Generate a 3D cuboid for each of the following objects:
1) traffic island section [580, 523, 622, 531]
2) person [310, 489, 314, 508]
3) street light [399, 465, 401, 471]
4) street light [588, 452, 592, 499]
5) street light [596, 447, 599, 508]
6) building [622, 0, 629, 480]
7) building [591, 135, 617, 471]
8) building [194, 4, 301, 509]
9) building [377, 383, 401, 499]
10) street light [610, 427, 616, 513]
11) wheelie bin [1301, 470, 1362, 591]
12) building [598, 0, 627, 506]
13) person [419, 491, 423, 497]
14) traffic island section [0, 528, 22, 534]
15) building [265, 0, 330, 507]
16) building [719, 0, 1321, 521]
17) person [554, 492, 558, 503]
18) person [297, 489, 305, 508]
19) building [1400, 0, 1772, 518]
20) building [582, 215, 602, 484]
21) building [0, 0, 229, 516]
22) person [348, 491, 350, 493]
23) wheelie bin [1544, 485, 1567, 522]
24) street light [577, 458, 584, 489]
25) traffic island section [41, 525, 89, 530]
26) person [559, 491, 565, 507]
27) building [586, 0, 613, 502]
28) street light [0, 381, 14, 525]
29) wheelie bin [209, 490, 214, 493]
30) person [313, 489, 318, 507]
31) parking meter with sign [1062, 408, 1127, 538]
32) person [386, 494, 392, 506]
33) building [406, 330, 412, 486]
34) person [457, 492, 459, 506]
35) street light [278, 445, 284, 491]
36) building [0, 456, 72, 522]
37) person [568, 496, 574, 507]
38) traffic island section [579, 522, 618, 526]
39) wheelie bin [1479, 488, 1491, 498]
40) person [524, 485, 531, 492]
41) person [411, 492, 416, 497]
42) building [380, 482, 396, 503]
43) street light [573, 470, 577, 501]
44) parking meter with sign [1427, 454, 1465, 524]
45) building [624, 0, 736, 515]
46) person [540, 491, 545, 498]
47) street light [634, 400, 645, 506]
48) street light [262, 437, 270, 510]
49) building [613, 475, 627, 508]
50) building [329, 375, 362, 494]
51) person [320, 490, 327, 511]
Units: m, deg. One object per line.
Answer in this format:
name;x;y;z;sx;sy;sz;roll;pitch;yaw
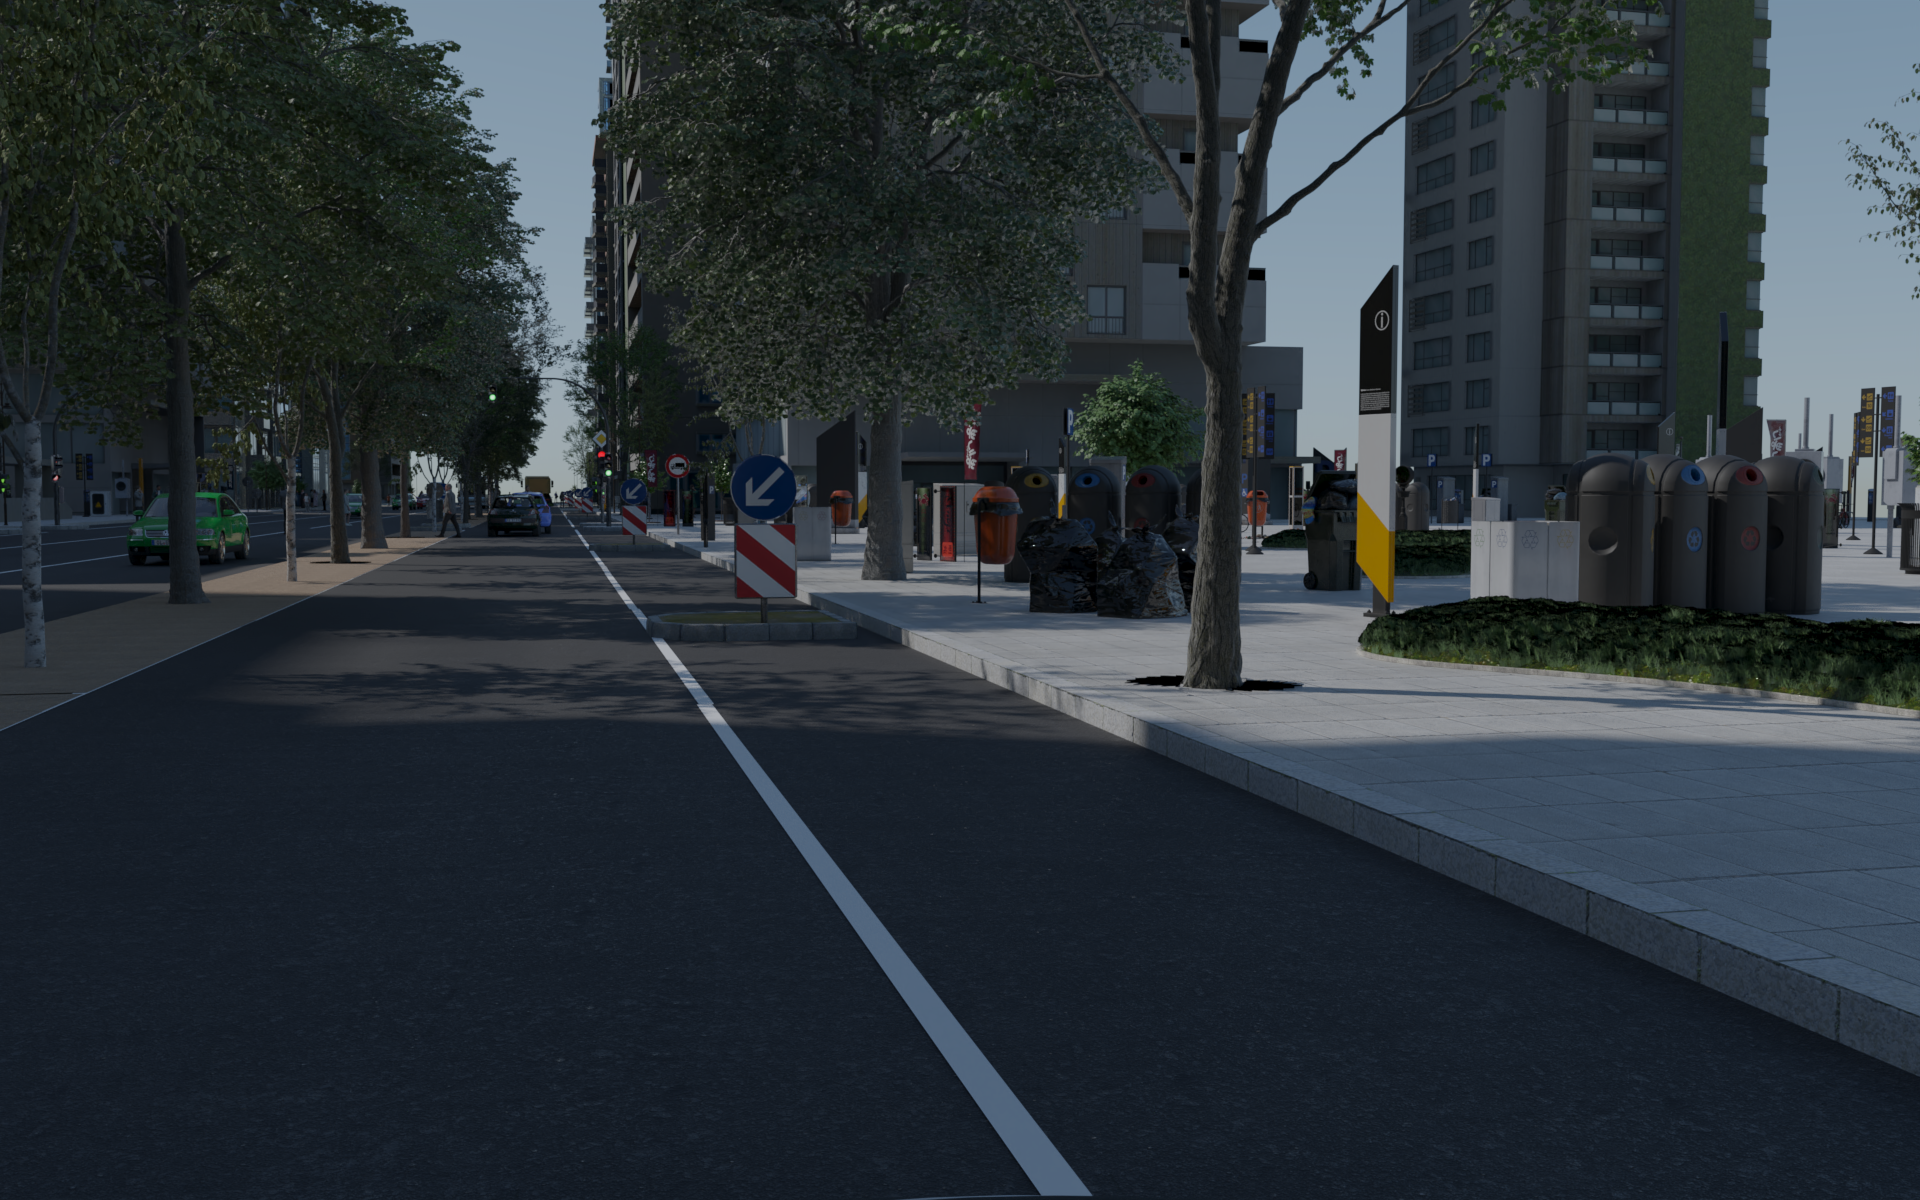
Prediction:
traffic island section;-13.831;-2.813;68.281;2.009;0.180;2.903;-1;4;-13
person;-61.028;-9.575;163.376;0.721;1.735;1.217;-1;4;-23
street light;-83.934;-17.576;260.157;0.468;5.910;1.993;-1;4;-13
street light;-40.628;-13.293;190.133;0.468;5.910;1.993;-1;4;-13
street light;-32.943;-11.294;157.447;0.468;5.910;1.993;-1;4;-13
building;-20.879;-28.177;144.292;14.154;41.232;14.086;-1;4;-13
building;-33.215;-34.007;210.644;22.147;44.769;28.867;-1;4;-13
building;-73.375;-32.761;155.259;23.786;49.044;30.456;-1;4;-13
building;-99.262;-39.525;269.941;21.300;48.544;21.600;-1;4;-13
street light;-23.290;-8.790;116.501;0.468;5.910;1.993;-1;4;-13
wheelie bin;5.055;-0.932;23.150;0.980;1.594;0.693;-2;4;-28
building;-28.441;-45.674;185.022;20.563;71.187;20.611;-1;4;-13
person;-58.020;-10.902;186.837;0.705;1.812;1.348;1;4;12
traffic island section;-35.183;-2.505;63.240;2.009;0.180;2.903;-1;4;-13
building;-79.887;-53.360;185.112;22.319;86.520;31.000;-1;4;-13
building;1.285;-30.832;93.335;27.495;52.752;28.713;-1;4;-13
person;-62.803;-15.967;269.430;0.709;1.838;0.599;-3;4;-38
person;-58.863;-9.041;154.665;0.742;1.727;0.445;-1;4;-15
building;34.296;-25.249;96.412;14.086;41.232;14.154;-1;4;-13
building;-51.880;-41.152;292.448;23.786;49.044;30.456;-1;4;-13
building;-64.465;-31.951;111.644;28.713;52.752;27.495;-1;4;-13
person;-51.945;-8.455;147.526;0.721;1.735;1.217;0;4;5
wheelie bin;21.425;-3.321;62.206;0.693;1.594;0.980;-3;5;-41
street light;-52.122;-16.243;238.359;0.468;5.910;1.993;-1;4;-13
traffic island section;-37.026;-2.980;71.011;2.009;0.180;2.903;-1;4;-13
person;-43.842;-11.116;190.780;0.617;1.759;0.750;-1;4;-15
building;-45.174;-58.001;260.994;22.319;86.520;31.000;-1;4;-13
street light;-39.100;-5.995;70.803;0.468;5.910;1.993;-1;4;-13
wheelie bin;-58.339;-7.746;134.558;0.980;1.594;0.693;-1;4;-19
person;-63.514;-10.021;170.547;0.551;1.740;0.621;-1;4;-13
parking meter with sign;2.994;-2.369;34.988;1.738;3.016;0.543;1;4;16
person;-68.102;-11.909;206.464;0.557;1.426;1.065;2;4;32
building;-99.542;-36.993;288.431;14.154;41.232;14.086;-1;4;-13
person;-62.340;-12.582;214.921;0.721;1.736;1.217;-1;4;-23
street light;-56.759;-10.541;145.138;0.468;5.910;1.993;-1;4;-13
building;-60.248;-23.641;78.411;32.217;40.220;23.993;-1;4;-13
person;-42.367;-10.987;188.692;0.434;1.755;0.990;3;4;37
traffic island section;-15.674;-3.289;76.051;2.009;0.180;2.903;-1;4;-13
wheelie bin;26.443;-4.809;86.539;0.980;1.594;0.693;0;4;1
person;-19.937;-4.369;79.776;0.661;1.843;0.795;-2;4;-26
person;-65.507;-12.088;206.955;1.217;1.723;0.721;-3;5;-42
building;-98.217;-33.956;247.059;32.217;40.220;23.993;-1;4;-13
street light;-59.909;-18.241;271.020;0.468;5.910;1.993;-1;4;-13
parking meter with sign;21.247;-4.854;75.631;1.738;3.016;0.543;-2;4;-26
building;-11.812;-30.337;119.704;21.300;48.544;21.600;-1;4;-13
person;-41.388;-9.899;170.863;0.721;1.766;1.217;2;4;30
street light;-15.503;-6.790;83.797;0.468;5.910;1.993;-1;4;-13
street light;-54.686;-10.012;136.487;0.468;5.910;1.993;-1;4;-13
building;-16.813;-28.988;165.839;32.217;40.220;23.993;-1;4;-13
building;-85.920;-35.481;230.221;14.600;45.320;14.200;-1;4;-13
person;-54.785;-8.593;149.136;0.705;1.807;1.348;0;4;1
